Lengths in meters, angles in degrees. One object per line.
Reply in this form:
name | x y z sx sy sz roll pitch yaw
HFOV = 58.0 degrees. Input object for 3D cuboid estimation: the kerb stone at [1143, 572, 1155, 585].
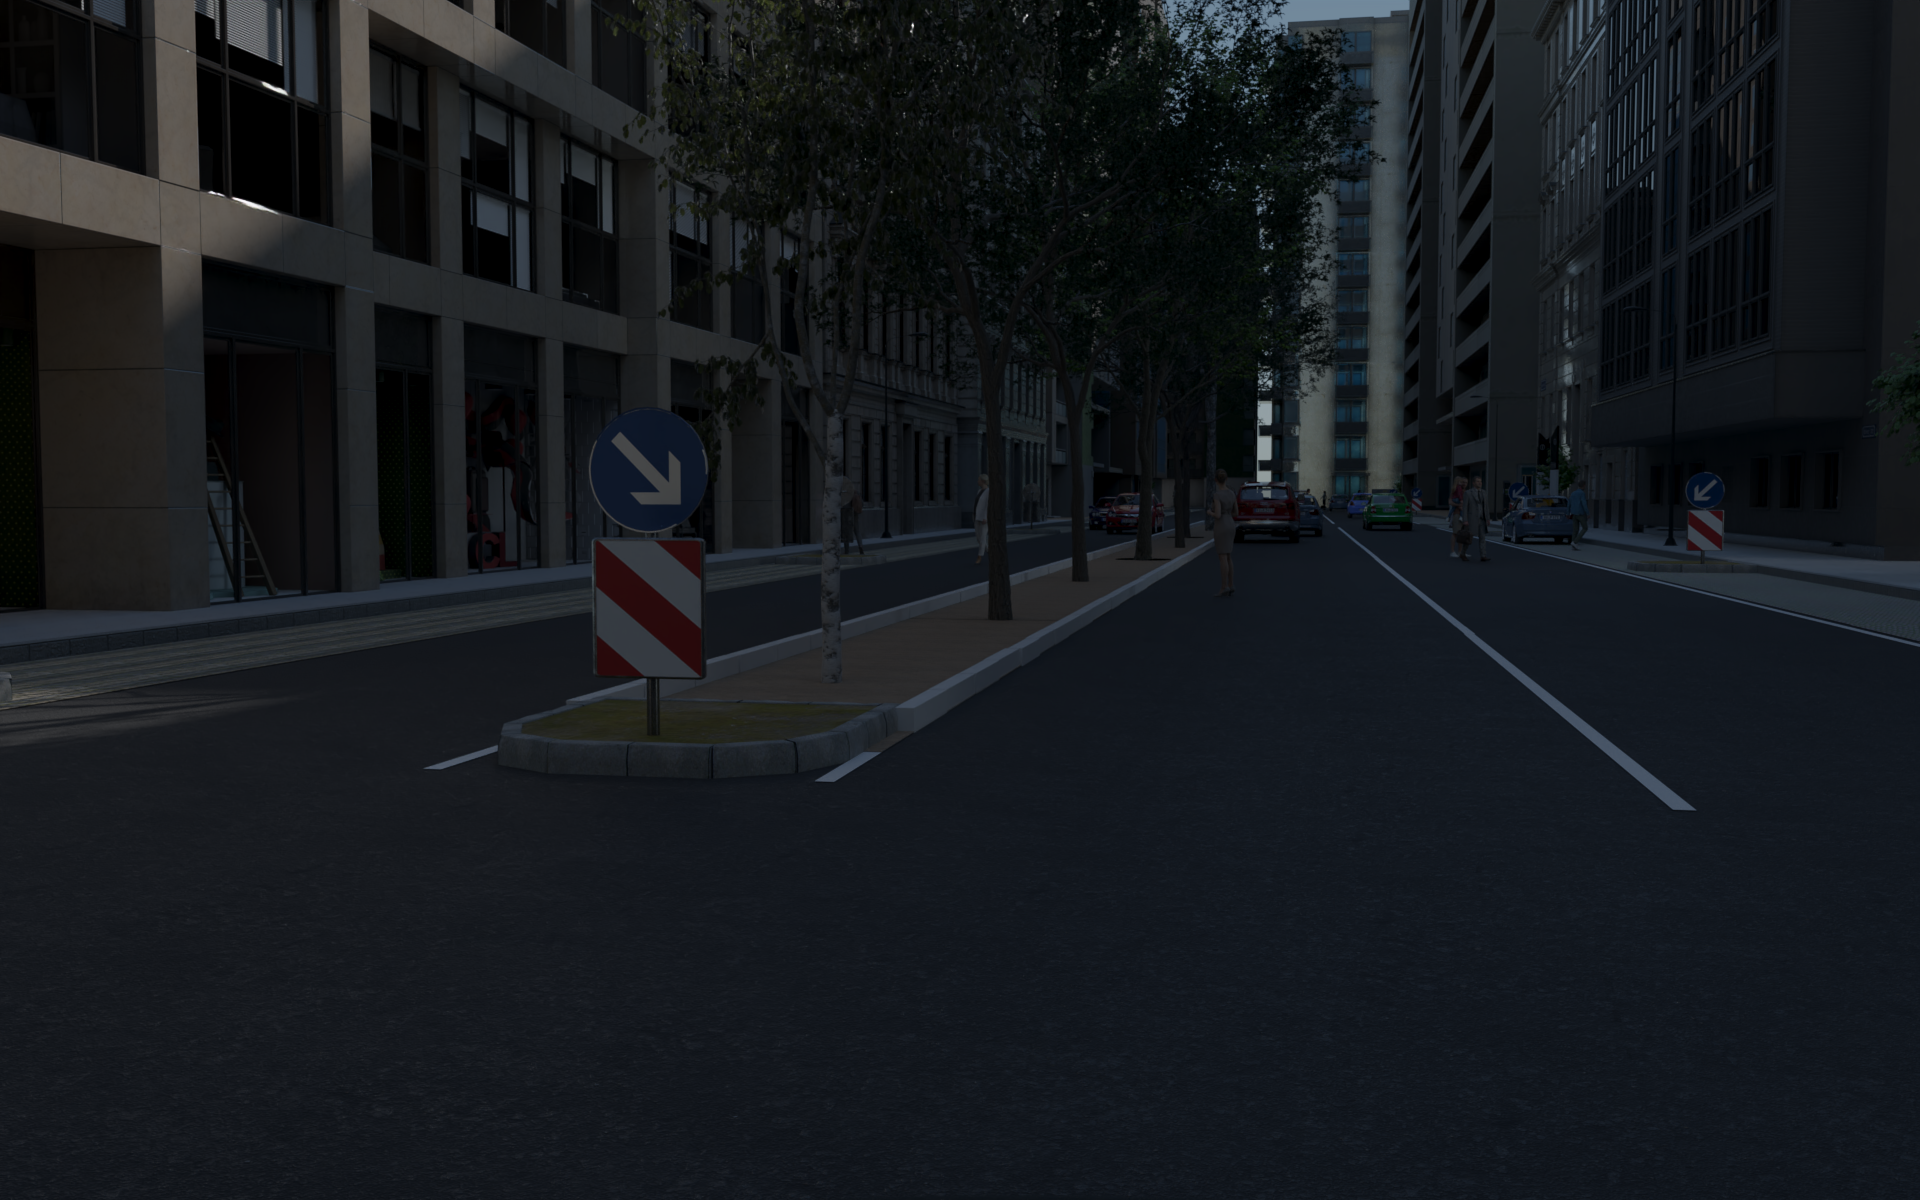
kerb stone | 2.892 -0.294 26.999 0.120 0.150 1.000 1 4 11

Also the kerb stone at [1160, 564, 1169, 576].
kerb stone | 3.485 -0.478 30.009 0.120 0.150 1.000 1 4 11

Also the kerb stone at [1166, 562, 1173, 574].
kerb stone | 3.677 -0.539 31.013 0.120 0.150 1.000 1 4 11

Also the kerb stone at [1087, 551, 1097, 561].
kerb stone | 2.801 -0.933 37.453 0.120 0.150 1.000 1 4 11

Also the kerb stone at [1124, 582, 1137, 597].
kerb stone | 2.307 -0.109 23.985 0.120 0.150 1.000 1 4 11

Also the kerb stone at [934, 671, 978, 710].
kerb stone | -0.047 0.630 11.887 0.120 0.150 1.000 1 4 11

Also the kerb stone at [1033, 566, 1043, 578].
kerb stone | 1.226 -0.437 29.401 0.120 0.150 1.000 1 4 11

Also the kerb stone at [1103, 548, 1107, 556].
kerb stone | 3.183 -1.053 39.464 0.120 0.150 1.000 1 4 11

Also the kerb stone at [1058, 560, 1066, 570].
kerb stone | 1.810 -0.625 32.417 0.120 0.150 1.000 1 4 11

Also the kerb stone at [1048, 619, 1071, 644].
kerb stone | 0.939 0.322 16.930 0.120 0.150 1.000 1 4 11

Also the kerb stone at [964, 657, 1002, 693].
kerb stone | 0.151 0.569 12.892 0.120 0.150 1.000 1 4 11

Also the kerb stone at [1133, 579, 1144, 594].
kerb stone | 2.509 -0.169 24.991 0.120 0.150 1.000 1 4 11

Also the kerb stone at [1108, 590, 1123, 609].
kerb stone | 1.920 0.014 21.966 0.120 0.150 1.000 1 4 11

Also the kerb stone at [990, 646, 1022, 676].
kerb stone | 0.339 0.507 13.901 0.120 0.150 1.000 1 4 11

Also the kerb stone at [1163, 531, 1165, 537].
kerb stone | 6.515 -2.101 56.553 0.120 0.150 1.000 1 4 11

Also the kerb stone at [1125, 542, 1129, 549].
kerb stone | 4.165 -1.361 44.488 0.120 0.150 1.000 1 4 11

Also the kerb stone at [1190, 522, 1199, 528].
kerb stone | 10.249 -3.272 75.700 0.120 0.150 1.000 1 4 11

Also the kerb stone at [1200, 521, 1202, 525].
kerb stone | 10.643 -3.393 77.711 0.120 0.150 1.000 1 4 11

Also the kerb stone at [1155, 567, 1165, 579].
kerb stone | 3.286 -0.416 29.006 0.120 0.150 1.000 1 4 11

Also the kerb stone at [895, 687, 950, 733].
kerb stone | -0.239 0.692 10.883 0.120 0.150 1.000 1 4 11

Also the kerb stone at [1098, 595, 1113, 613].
kerb stone | 1.714 0.075 20.965 0.120 0.150 1.000 1 4 11

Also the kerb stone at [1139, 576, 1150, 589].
kerb stone | 2.706 -0.228 25.994 0.120 0.150 1.000 1 4 11

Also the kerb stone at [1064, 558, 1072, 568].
kerb stone | 2.007 -0.687 33.420 0.120 0.150 1.000 1 4 11

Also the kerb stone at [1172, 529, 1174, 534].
kerb stone | 7.302 -2.348 60.588 0.120 0.150 1.000 1 4 11

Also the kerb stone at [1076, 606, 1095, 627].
kerb stone | 1.328 0.199 18.940 0.120 0.150 1.000 1 4 11

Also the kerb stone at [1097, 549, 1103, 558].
kerb stone | 2.997 -0.995 38.458 0.120 0.150 1.000 1 4 11

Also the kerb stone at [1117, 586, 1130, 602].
kerb stone | 2.111 -0.048 22.981 0.120 0.150 1.000 1 4 11

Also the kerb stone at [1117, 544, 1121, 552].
kerb stone | 3.774 -1.240 42.473 0.120 0.150 1.000 1 4 11

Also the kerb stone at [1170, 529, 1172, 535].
kerb stone | 7.096 -2.286 59.578 0.120 0.150 1.000 1 4 11

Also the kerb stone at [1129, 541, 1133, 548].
kerb stone | 4.359 -1.425 45.493 0.120 0.150 1.000 1 4 11

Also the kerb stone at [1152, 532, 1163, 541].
kerb stone | 6.315 -2.038 55.536 0.120 0.150 1.000 1 4 11

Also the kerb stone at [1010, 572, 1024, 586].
kerb stone | 0.834 -0.312 27.385 0.120 0.150 1.000 1 4 11

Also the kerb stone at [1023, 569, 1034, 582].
kerb stone | 1.031 -0.375 28.388 0.120 0.150 1.000 1 4 11

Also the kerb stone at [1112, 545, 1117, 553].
kerb stone | 3.581 -1.179 41.469 0.120 0.150 1.000 1 4 11

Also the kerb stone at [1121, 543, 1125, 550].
kerb stone | 3.967 -1.302 43.477 0.120 0.150 1.000 1 4 11

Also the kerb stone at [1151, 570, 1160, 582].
kerb stone | 3.088 -0.355 28.003 0.120 0.150 1.000 1 4 11

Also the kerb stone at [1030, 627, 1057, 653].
kerb stone | 0.738 0.384 15.919 0.120 0.150 1.000 1 4 11

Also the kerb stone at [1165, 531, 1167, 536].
kerb stone | 6.712 -2.163 57.562 0.120 0.150 1.000 1 4 11

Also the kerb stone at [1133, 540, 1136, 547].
kerb stone | 4.555 -1.478 46.497 0.120 0.150 1.000 1 4 11

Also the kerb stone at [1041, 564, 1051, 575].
kerb stone | 1.424 -0.502 30.409 0.120 0.150 1.000 1 4 11

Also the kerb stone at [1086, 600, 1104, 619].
kerb stone | 1.519 0.137 19.958 0.120 0.150 1.000 1 4 11

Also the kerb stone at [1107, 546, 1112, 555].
kerb stone | 3.378 -1.118 40.467 0.120 0.150 1.000 1 4 11

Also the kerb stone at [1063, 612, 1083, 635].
kerb stone | 1.131 0.263 17.937 0.120 0.150 1.000 1 4 11

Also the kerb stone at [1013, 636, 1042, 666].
kerb stone | 0.556 0.446 14.910 0.120 0.150 1.000 1 4 11

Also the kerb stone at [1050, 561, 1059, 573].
kerb stone | 1.628 -0.564 31.410 0.120 0.150 1.000 1 4 11

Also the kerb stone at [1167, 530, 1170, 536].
kerb stone | 6.906 -2.222 58.566 0.120 0.150 1.000 1 4 11
